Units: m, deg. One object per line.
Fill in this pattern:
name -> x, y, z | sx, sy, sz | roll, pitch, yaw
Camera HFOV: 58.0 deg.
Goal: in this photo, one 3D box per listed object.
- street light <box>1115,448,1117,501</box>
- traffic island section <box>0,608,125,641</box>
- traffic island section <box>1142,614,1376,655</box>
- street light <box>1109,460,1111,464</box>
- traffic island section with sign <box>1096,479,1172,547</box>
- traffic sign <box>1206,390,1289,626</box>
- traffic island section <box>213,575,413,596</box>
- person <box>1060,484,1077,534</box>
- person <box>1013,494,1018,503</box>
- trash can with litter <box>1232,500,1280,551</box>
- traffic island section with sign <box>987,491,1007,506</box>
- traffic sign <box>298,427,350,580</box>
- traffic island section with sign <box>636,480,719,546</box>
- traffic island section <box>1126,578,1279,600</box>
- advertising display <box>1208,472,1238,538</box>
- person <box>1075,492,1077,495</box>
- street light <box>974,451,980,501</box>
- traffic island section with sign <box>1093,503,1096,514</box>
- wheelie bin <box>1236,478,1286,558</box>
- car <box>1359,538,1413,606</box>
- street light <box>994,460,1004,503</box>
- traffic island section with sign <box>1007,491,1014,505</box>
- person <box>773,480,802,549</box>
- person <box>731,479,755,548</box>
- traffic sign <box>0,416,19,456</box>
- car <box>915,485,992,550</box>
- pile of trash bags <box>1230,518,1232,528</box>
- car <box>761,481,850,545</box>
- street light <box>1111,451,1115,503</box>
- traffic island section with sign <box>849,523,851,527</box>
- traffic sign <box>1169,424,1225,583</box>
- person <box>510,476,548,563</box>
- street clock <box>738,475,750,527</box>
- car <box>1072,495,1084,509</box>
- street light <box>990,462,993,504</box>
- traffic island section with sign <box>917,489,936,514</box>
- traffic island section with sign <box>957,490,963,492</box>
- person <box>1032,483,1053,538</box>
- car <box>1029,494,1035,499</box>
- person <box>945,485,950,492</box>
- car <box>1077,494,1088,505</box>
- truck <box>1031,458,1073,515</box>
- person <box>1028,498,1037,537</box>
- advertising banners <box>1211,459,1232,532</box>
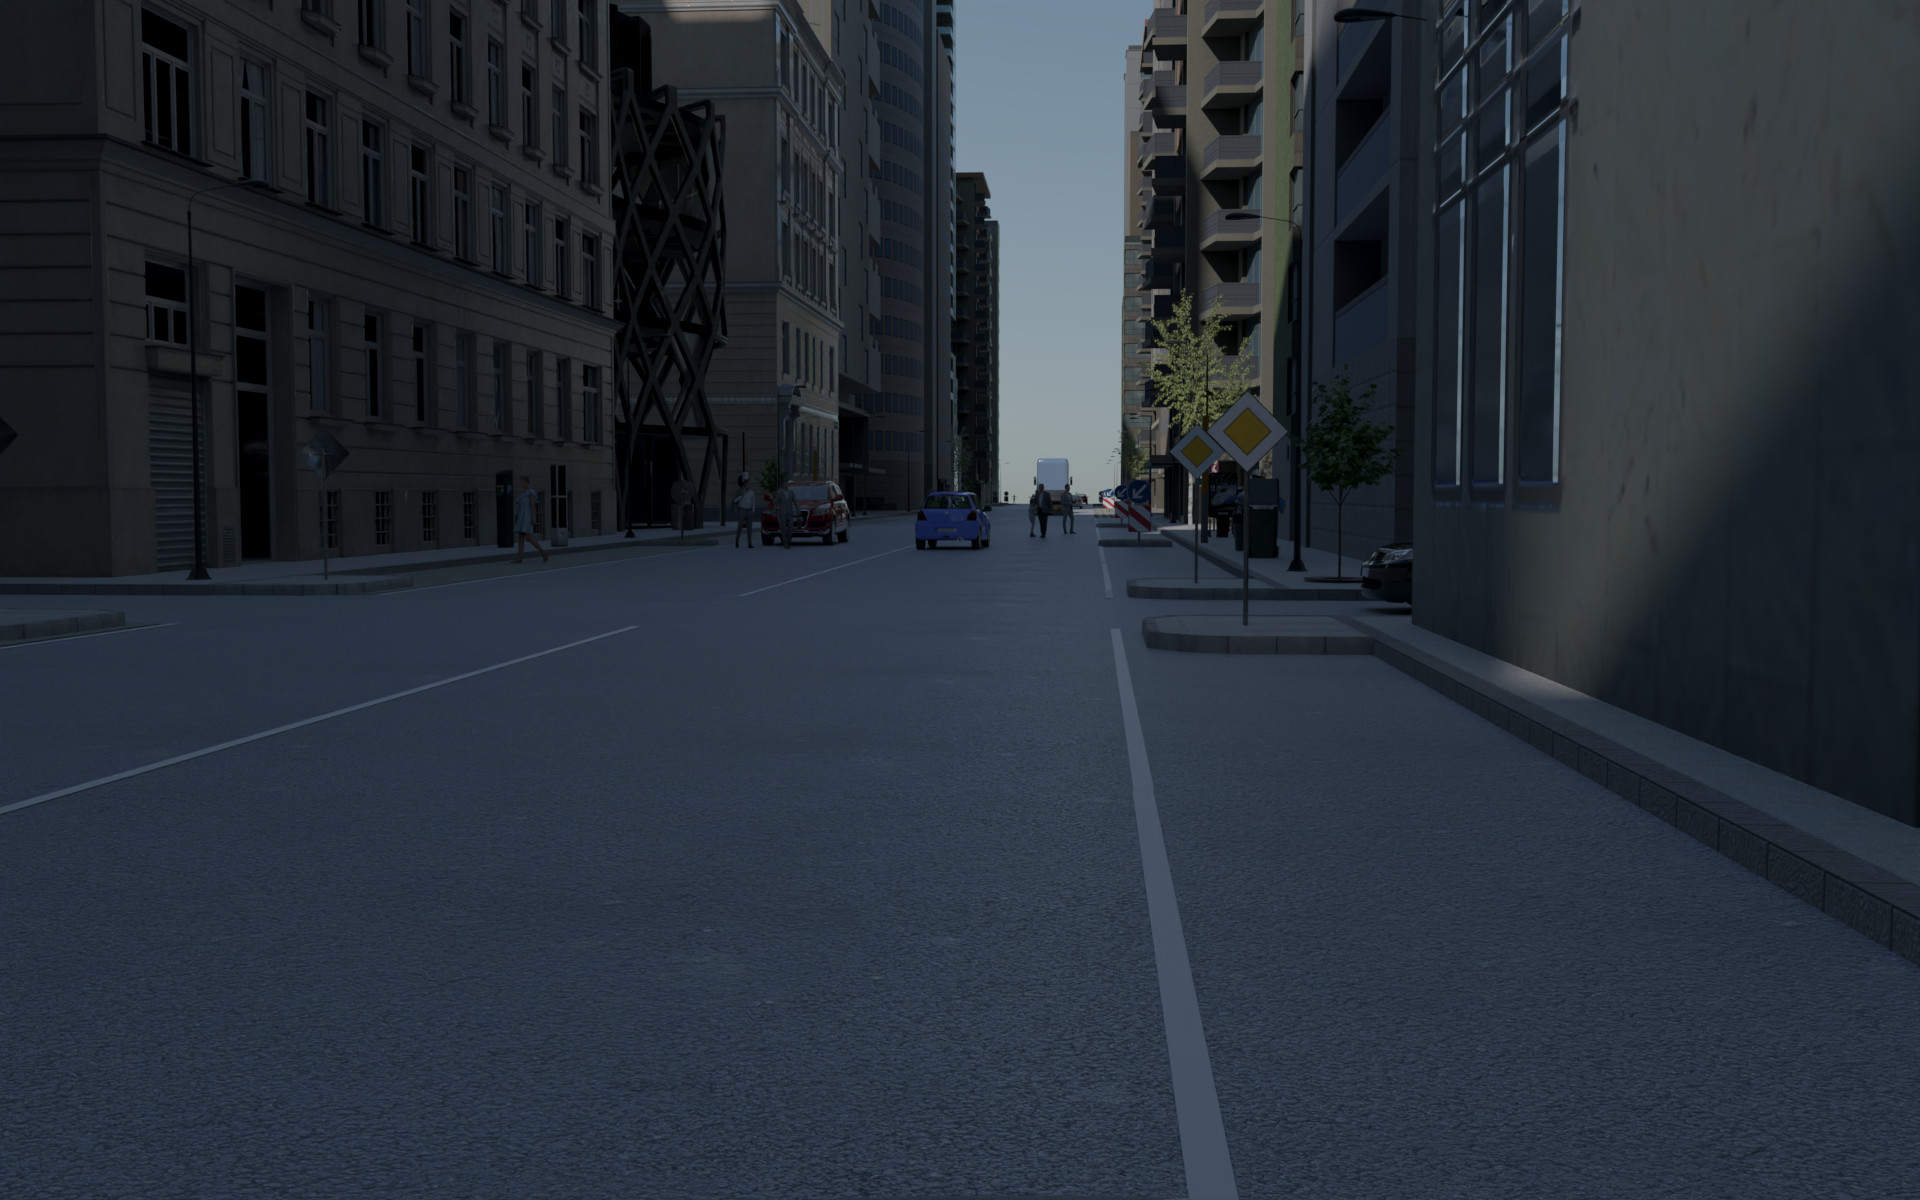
street light -> 14.596, -10.986, 152.160 | 1.470, 5.913, 1.316 | 0, 4, 4
traffic island section -> -10.095, 0.267, 17.913 | 2.009, 0.180, 2.903 | 0, 4, 4
traffic island section -> 2.809, 0.327, 16.934 | 2.009, 0.180, 2.903 | 0, 4, 4
street light -> 17.159, -13.154, 187.609 | 1.470, 5.913, 1.316 | 0, 4, 4
traffic island section with sign -> 4.817, -2.393, 47.746 | 1.989, 1.847, 2.006 | 0, 4, 4
traffic sign -> 2.785, -0.808, 16.859 | 0.795, 2.450, 0.064 | 0, 4, 4
traffic island section -> -9.491, -0.220, 25.876 | 2.009, 0.180, 2.903 | 0, 4, 4
person -> 3.945, -3.294, 62.554 | 0.583, 1.804, 0.606 | 3, 5, 42
person -> 7.814, -14.531, 249.307 | 0.991, 1.433, 0.599 | -1, 4, -10
trash can with litter -> 6.632, -1.675, 38.768 | 1.055, 1.170, 0.624 | 2, 4, 27
traffic island section with sign -> 4.299, -12.185, 207.844 | 1.989, 1.847, 2.006 | 0, 4, 4
traffic sign -> -9.467, -1.356, 25.812 | 0.795, 2.450, 0.064 | 0, 4, 4
traffic island section with sign -> -7.798, -2.420, 48.189 | 1.989, 1.847, 2.006 | 0, 4, 4
traffic island section -> 3.413, -0.160, 24.896 | 2.009, 0.180, 2.903 | 0, 4, 4
advertising display -> 7.746, -2.806, 51.091 | 0.974, 1.923, 0.123 | -2, 4, -24
person -> 16.631, -14.468, 245.855 | 0.445, 1.727, 0.742 | 3, 5, 42
street light -> 1.128, -12.996, 185.025 | 1.470, 5.913, 1.316 | 0, 4, 4
traffic island section with sign -> 6.857, -4.037, 74.634 | 1.989, 1.847, 2.006 | 0, 4, 4
wheelie bin -> 6.036, -1.643, 34.764 | 0.980, 1.594, 0.693 | 0, 4, 7
car -> 7.005, -0.683, 20.959 | 4.222, 1.686, 2.009 | 0, 4, 4
street light -> 4.766, -15.927, 232.941 | 1.470, 5.913, 1.316 | 0, 4, 4
traffic island section with sign -> 6.350, -13.836, 234.840 | 1.989, 1.847, 2.006 | 0, 4, 4
person -> -4.532, -2.249, 45.384 | 0.709, 1.813, 0.853 | -2, 4, -27
person -> -5.749, -2.288, 46.005 | 0.679, 1.850, 0.850 | -2, 4, -33
traffic sign -> -10.071, -0.869, 17.850 | 0.795, 2.450, 0.064 | 0, 4, 4
car -> -0.156, -2.220, 45.896 | 1.945, 1.707, 3.694 | 0, 4, 6
pile of trash bags -> 11.182, -3.448, 66.127 | 1.912, 1.369, 3.447 | -1, 4, -12
car -> -4.421, -2.530, 50.036 | 2.281, 1.827, 5.304 | 0, 4, 3
street light -> 16.321, -12.441, 175.945 | 1.470, 5.913, 1.316 | 0, 4, 4
traffic island section with sign -> -5.764, -4.064, 75.068 | 1.989, 1.847, 2.006 | 0, 4, 4
traffic sign -> 3.389, -1.295, 24.821 | 0.795, 2.450, 0.064 | 0, 4, 4
person -> -8.938, -1.663, 35.784 | 0.778, 1.811, 0.616 | -2, 4, -29
street clock -> -8.204, -3.740, 65.726 | 0.471, 2.002, 0.358 | 3, 5, 43
car -> 11.008, -9.556, 168.609 | 2.083, 1.381, 4.827 | 0, 4, 5
street light -> 2.867, -14.440, 208.635 | 1.470, 5.913, 1.316 | 0, 4, 4
traffic island section with sign -> -2.029, -7.080, 124.382 | 1.989, 1.847, 2.006 | 0, 4, 4
traffic island section with sign -> 0.048, -8.762, 151.878 | 1.989, 1.847, 2.006 | 0, 4, 4
person -> 2.676, -2.916, 56.568 | 0.661, 1.777, 0.834 | 1, 4, 12
car -> 9.636, -12.631, 215.561 | 2.155, 1.783, 4.494 | 0, 4, 4
person -> -0.451, -3.385, 64.186 | 0.721, 1.781, 0.623 | 3, 5, 42
car -> 16.719, -14.066, 239.021 | 2.155, 1.783, 4.494 | 0, 4, 2
truck -> 6.575, -8.240, 124.475 | 2.967, 4.110, 18.799 | 0, 4, 4
person -> 2.441, -2.759, 57.883 | 0.394, 1.301, 0.425 | -3, 5, -40
advertising banners -> 9.052, -3.832, 58.838 | 0.090, 3.025, 2.074 | -1, 4, -23
